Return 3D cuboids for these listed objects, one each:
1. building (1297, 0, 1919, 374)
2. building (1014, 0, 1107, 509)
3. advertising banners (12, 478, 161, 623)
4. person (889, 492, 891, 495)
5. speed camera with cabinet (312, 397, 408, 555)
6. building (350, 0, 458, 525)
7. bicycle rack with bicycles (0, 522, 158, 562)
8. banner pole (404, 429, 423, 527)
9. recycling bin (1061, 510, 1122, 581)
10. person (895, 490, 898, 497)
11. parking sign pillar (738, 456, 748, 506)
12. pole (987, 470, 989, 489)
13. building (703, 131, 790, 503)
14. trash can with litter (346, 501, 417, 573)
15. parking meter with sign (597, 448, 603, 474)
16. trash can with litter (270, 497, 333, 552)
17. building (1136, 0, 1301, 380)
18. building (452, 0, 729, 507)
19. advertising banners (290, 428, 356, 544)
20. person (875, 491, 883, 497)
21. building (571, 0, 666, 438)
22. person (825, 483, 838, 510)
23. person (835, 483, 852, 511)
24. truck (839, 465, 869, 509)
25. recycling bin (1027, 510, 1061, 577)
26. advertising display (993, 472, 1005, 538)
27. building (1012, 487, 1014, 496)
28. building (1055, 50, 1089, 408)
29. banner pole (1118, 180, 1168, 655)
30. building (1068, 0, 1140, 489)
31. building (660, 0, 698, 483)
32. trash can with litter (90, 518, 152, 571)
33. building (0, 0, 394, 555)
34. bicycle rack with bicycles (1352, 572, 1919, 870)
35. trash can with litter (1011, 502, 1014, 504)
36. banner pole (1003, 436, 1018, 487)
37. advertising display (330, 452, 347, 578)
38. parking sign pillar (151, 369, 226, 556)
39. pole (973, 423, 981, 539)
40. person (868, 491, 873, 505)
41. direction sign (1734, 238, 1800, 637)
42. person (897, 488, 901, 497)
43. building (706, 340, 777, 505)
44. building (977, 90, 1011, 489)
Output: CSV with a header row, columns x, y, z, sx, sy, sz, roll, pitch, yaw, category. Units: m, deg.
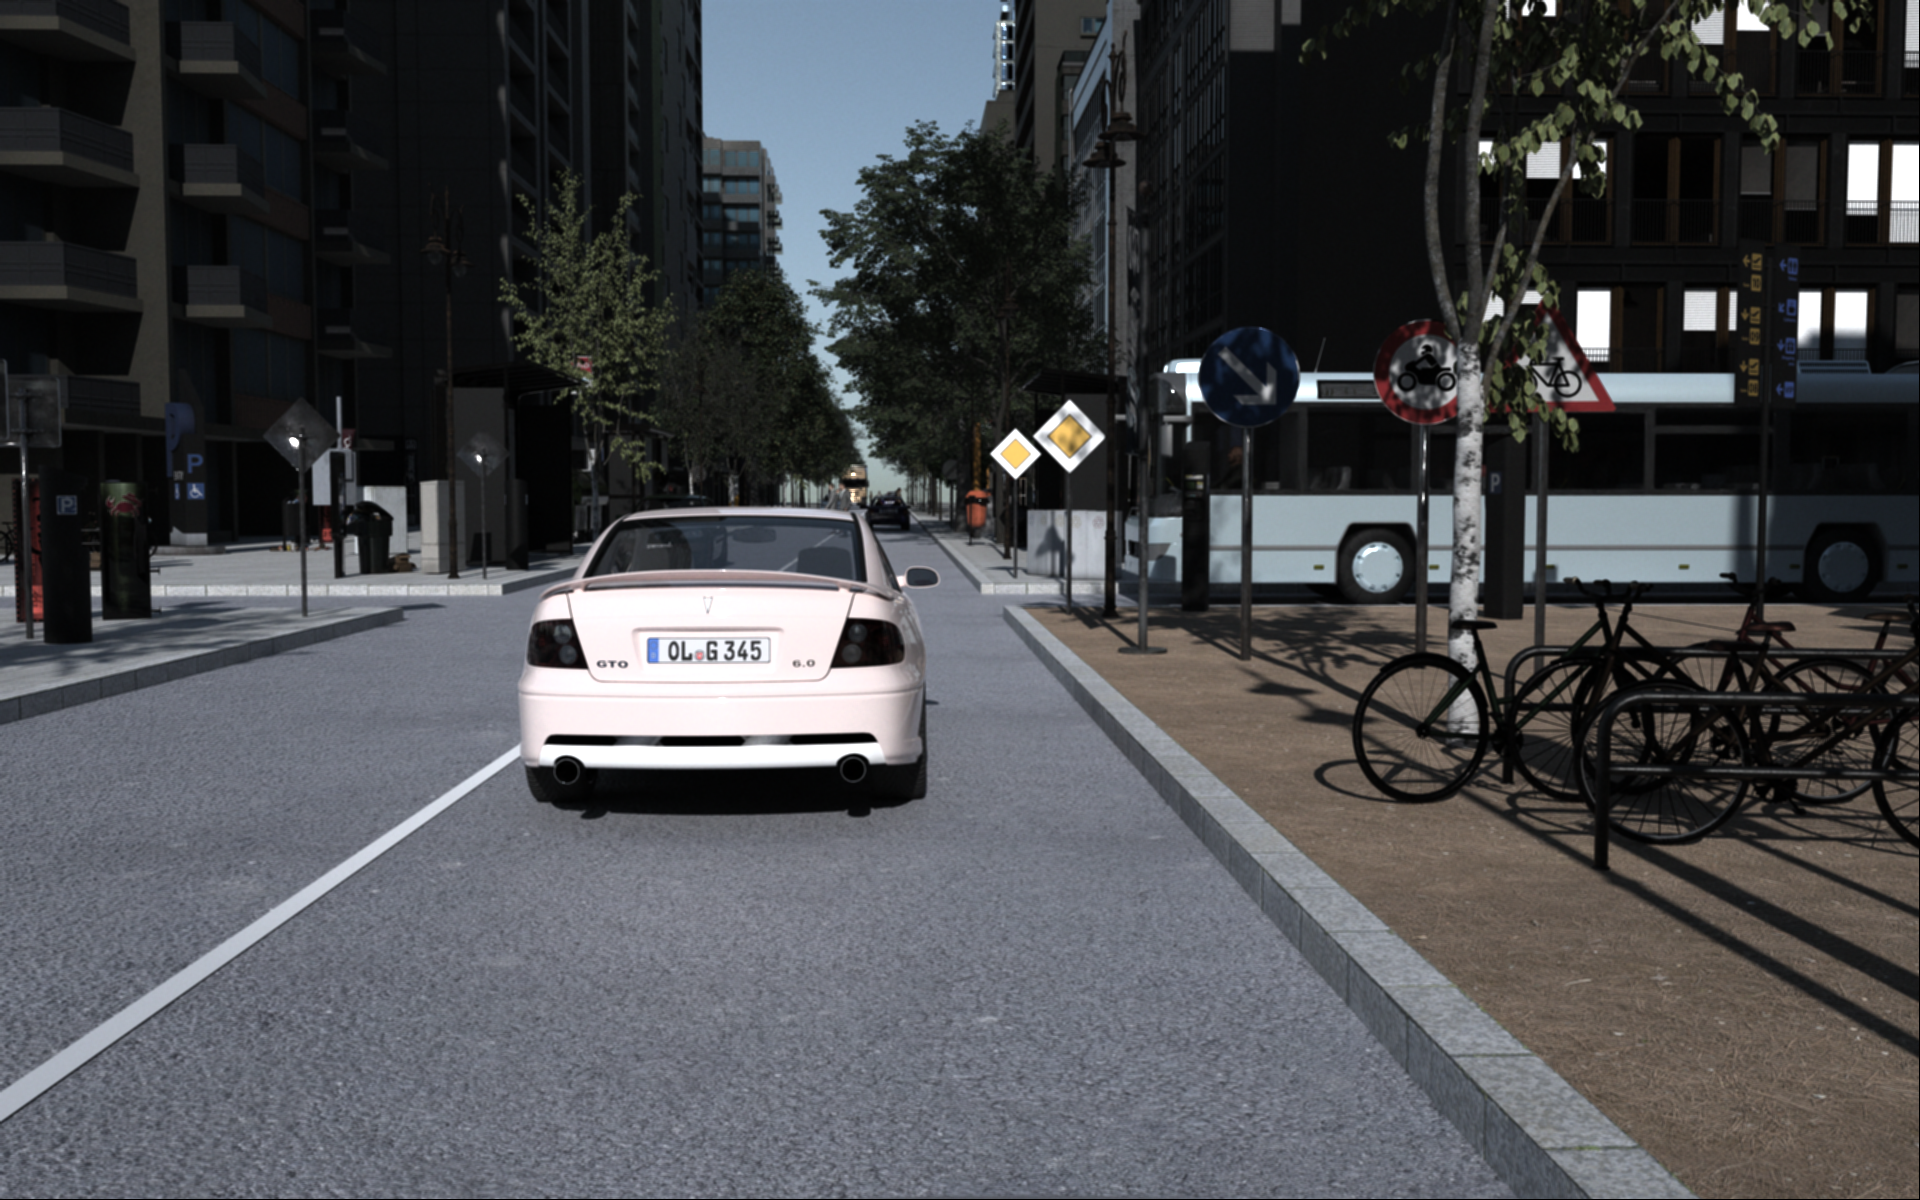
x,y,z,sx,sy,sz,roll,pitch,yaw,category
17.137,-12.866,40.043,15.834,23.373,12.332,0,4,-2,building
15.566,-31.251,134.660,21.300,48.544,21.600,0,4,-2,building
-9.161,-1.291,17.291,2.074,3.025,0.090,-2,4,-28,advertising banners
-9.722,-13.876,236.191,0.721,1.723,1.217,-1,4,-14,person
-12.445,-2.545,35.939,0.660,3.252,2.038,2,4,28,speed camera with cabinet
-26.918,-39.218,79.467,20.563,71.187,20.611,0,4,-2,building
-17.095,-1.231,33.509,2.925,0.926,2.852,-1,4,-13,bicycle rack with bicycles
-20.980,-4.696,66.789,0.863,3.779,0.401,-1,4,-17,banner pole
2.008,-0.826,26.064,0.722,1.027,0.722,1,4,21,recycling bin
-4.603,-7.360,129.663,0.721,1.723,1.217,1,4,19,person
-12.136,-6.614,96.610,1.447,3.967,1.447,0,4,-1,parking sign pillar
1.487,-6.132,94.104,0.158,3.312,0.155,0,3,0,pole
-35.619,-37.661,235.369,23.786,49.044,30.456,0,4,-2,building
-9.385,-1.023,28.118,0.624,1.170,1.055,2,4,24,trash can with litter
-13.538,-4.075,62.887,1.738,3.016,0.543,-3,5,-42,parking meter with sign
-14.937,-1.744,39.574,1.678,1.210,2.233,1,4,16,trash can with litter
15.707,-16.902,69.854,14.314,27.812,24.014,0,4,-2,building
-31.008,-43.599,151.090,20.563,71.187,20.611,0,4,-2,building
-16.614,-3.003,45.292,0.090,3.025,2.074,2,4,31,advertising banners
-7.500,-9.287,161.067,1.217,1.736,0.721,0,4,-1,person
-26.311,-25.920,107.387,14.154,41.232,14.086,0,4,-2,building
-4.550,-3.244,61.668,0.853,1.813,0.709,0,4,1,person
-3.865,-2.978,57.371,0.473,1.802,0.592,-1,4,-20,person
-10.304,-11.023,169.140,2.839,4.237,11.283,0,4,-3,truck
1.532,-0.903,27.325,0.722,1.027,0.722,-2,4,-28,recycling bin
1.196,-2.792,50.856,0.123,1.923,0.974,1,4,22,advertising display
20.518,-28.501,157.878,32.217,40.220,23.993,0,4,-2,building
13.198,-21.117,116.970,14.160,30.474,14.107,0,4,-2,building
1.406,-1.449,13.704,0.401,3.779,0.863,1,4,19,banner pole
12.740,-16.744,91.779,12.078,24.808,19.932,0,4,-2,building
-34.094,-32.921,127.499,28.713,52.752,27.495,0,4,-2,building
-14.244,-1.092,29.249,0.624,1.170,1.055,1,4,14,trash can with litter
-29.185,-24.028,47.482,22.147,44.769,28.867,0,4,-2,building
3.041,0.402,6.813,2.925,0.926,2.852,1,4,9,bicycle rack with bicycles
1.857,-2.957,59.728,1.055,1.170,0.624,2,4,34,trash can with litter
2.090,-5.058,72.714,0.863,3.779,0.401,2,4,25,banner pole
-9.580,-1.315,26.710,0.123,1.923,0.974,-1,4,-13,advertising display
-16.401,-2.951,36.716,1.447,3.967,1.447,-3,4,-39,parking sign pillar
0.489,-3.417,49.717,0.158,3.312,0.155,0,3,0,pole
-11.966,-13.678,232.149,0.705,1.823,1.348,-2,4,-23,person
7.273,-1.447,15.660,0.876,3.537,0.379,-2,4,-32,direction sign
-3.736,-6.054,107.496,0.705,1.823,1.348,0,4,3,person
-36.513,-22.089,206.200,27.650,21.520,28.899,0,4,-2,building
13.208,-35.545,204.854,21.300,48.544,21.600,0,4,-2,building
